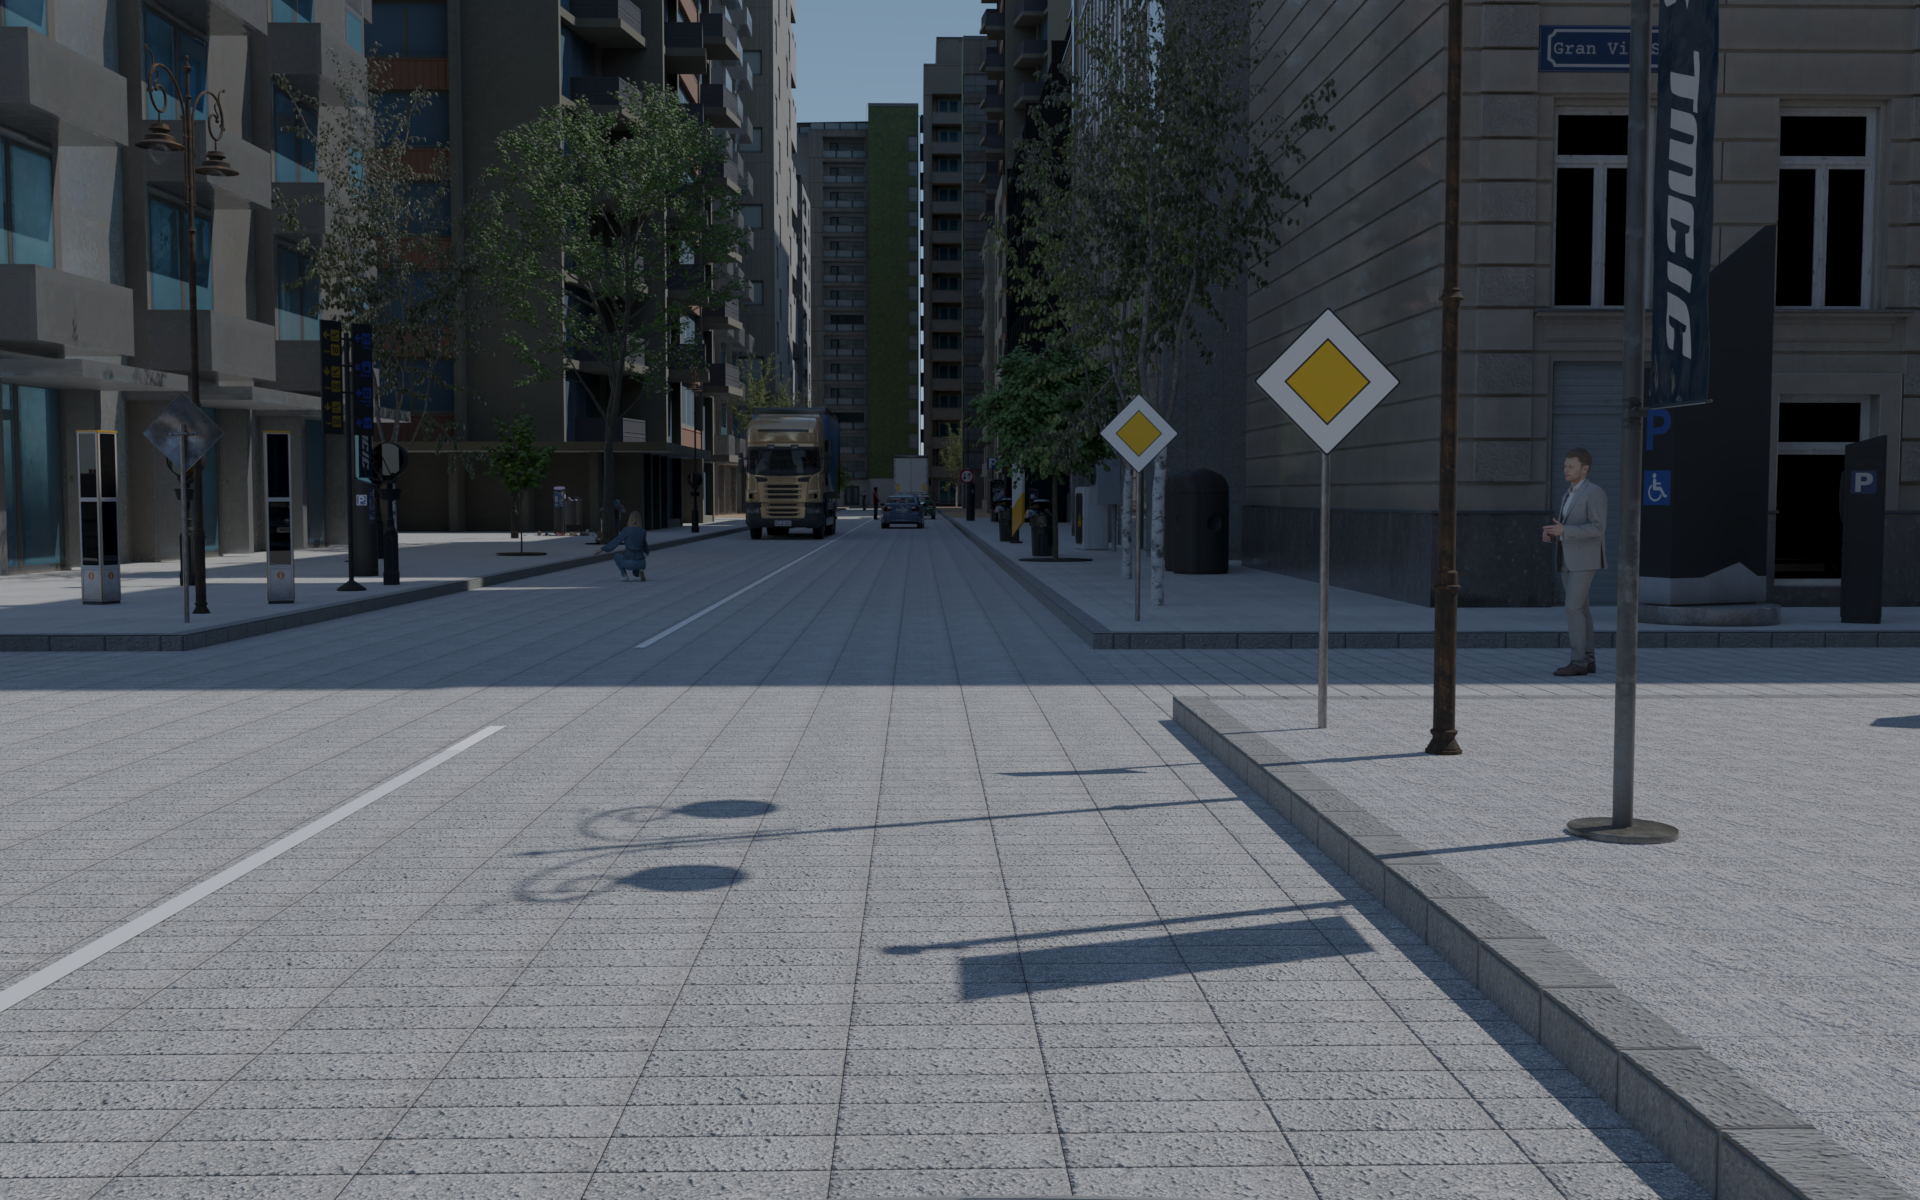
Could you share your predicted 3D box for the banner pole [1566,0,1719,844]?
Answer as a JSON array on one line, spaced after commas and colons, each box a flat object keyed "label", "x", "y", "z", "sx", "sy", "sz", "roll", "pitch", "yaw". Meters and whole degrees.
[{"label": "banner pole", "x": 2.502, "y": -0.989, "z": 6.189, "sx": 0.401, "sy": 3.779, "sz": 0.863, "roll": 0, "pitch": 4, "yaw": -1}]

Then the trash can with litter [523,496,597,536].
[{"label": "trash can with litter", "x": -12.264, "y": -2.578, "z": 53.202, "sx": 2.233, "sy": 1.210, "sz": 1.678, "roll": 0, "pitch": 4, "yaw": 1}]

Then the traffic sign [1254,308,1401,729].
[{"label": "traffic sign", "x": 1.983, "y": -0.354, "z": 9.431, "sx": 0.795, "sy": 2.450, "sz": 0.064, "roll": 0, "pitch": 4, "yaw": -1}]

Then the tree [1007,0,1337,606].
[{"label": "tree", "x": 2.307, "y": -4.257, "z": 19.967, "sx": 4.360, "sy": 8.622, "sz": 3.978, "roll": 0, "pitch": 3, "yaw": 0}]

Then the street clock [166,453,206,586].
[{"label": "street clock", "x": -10.801, "y": -1.202, "z": 24.224, "sx": 0.471, "sy": 2.002, "sz": 0.358, "roll": 0, "pitch": 4, "yaw": 6}]

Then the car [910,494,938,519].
[{"label": "car", "x": -2.306, "y": -5.364, "z": 99.503, "sx": 2.131, "sy": 1.459, "sz": 4.920, "roll": 0, "pitch": 4, "yaw": -1}]

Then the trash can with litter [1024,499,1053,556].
[{"label": "trash can with litter", "x": 1.702, "y": -1.506, "z": 36.010, "sx": 0.624, "sy": 1.170, "sz": 1.055, "roll": 1, "pitch": 4, "yaw": 10}]

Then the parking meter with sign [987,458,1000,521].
[{"label": "parking meter with sign", "x": 1.632, "y": -5.249, "z": 82.083, "sx": 0.543, "sy": 3.016, "sz": 1.738, "roll": 0, "pitch": 4, "yaw": -5}]

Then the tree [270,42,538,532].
[{"label": "tree", "x": -9.393, "y": -4.791, "z": 28.697, "sx": 4.360, "sy": 8.622, "sz": 3.978, "roll": 0, "pitch": 3, "yaw": 0}]

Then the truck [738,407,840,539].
[{"label": "truck", "x": -5.548, "y": -4.247, "z": 58.360, "sx": 2.839, "sy": 4.237, "sz": 11.283, "roll": 0, "pitch": 4, "yaw": -1}]

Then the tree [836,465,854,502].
[{"label": "tree", "x": -12.064, "y": -11.363, "z": 169.502, "sx": 4.285, "sy": 4.588, "sz": 4.351, "roll": 0, "pitch": 3, "yaw": 0}]

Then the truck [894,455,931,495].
[{"label": "truck", "x": -3.598, "y": -8.630, "z": 130.015, "sx": 2.839, "sy": 4.237, "sz": 11.283, "roll": 0, "pitch": 4, "yaw": -1}]

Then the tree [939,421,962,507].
[{"label": "tree", "x": -0.322, "y": -13.390, "z": 169.292, "sx": 4.737, "sy": 8.622, "sz": 4.395, "roll": 0, "pitch": 3, "yaw": 0}]

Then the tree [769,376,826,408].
[{"label": "tree", "x": -10.332, "y": -9.705, "z": 109.033, "sx": 4.360, "sy": 8.622, "sz": 3.978, "roll": 0, "pitch": 3, "yaw": 0}]

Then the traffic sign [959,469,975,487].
[{"label": "traffic sign", "x": 0.349, "y": -5.287, "z": 86.548, "sx": 0.768, "sy": 2.556, "sz": 0.104, "roll": 0, "pitch": 4, "yaw": 5}]

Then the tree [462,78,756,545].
[{"label": "tree", "x": -8.752, "y": -7.204, "z": 43.540, "sx": 9.928, "sy": 11.665, "sz": 9.643, "roll": 0, "pitch": 3, "yaw": 0}]

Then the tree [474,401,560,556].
[{"label": "tree", "x": -9.074, "y": -2.539, "z": 36.108, "sx": 1.663, "sy": 3.219, "sz": 1.824, "roll": 0, "pitch": 3, "yaw": 0}]

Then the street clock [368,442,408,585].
[{"label": "street clock", "x": -8.025, "y": -1.213, "z": 24.395, "sx": 0.471, "sy": 2.002, "sz": 0.358, "roll": 0, "pitch": 4, "yaw": -4}]

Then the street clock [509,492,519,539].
[{"label": "street clock", "x": -12.852, "y": -2.775, "z": 49.933, "sx": 0.358, "sy": 2.002, "sz": 0.471, "roll": -2, "pitch": 4, "yaw": -28}]

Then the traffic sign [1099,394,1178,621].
[{"label": "traffic sign", "x": 1.789, "y": -0.842, "z": 17.414, "sx": 0.795, "sy": 2.450, "sz": 0.064, "roll": 0, "pitch": 4, "yaw": -1}]

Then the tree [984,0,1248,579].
[{"label": "tree", "x": 2.490, "y": -4.641, "z": 26.245, "sx": 4.737, "sy": 8.622, "sz": 4.395, "roll": 0, "pitch": 3, "yaw": 0}]

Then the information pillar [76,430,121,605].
[{"label": "information pillar", "x": -10.004, "y": -0.956, "z": 20.125, "sx": 0.304, "sy": 2.012, "sz": 0.304, "roll": 1, "pitch": 4, "yaw": 16}]

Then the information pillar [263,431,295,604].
[{"label": "information pillar", "x": -7.972, "y": -0.965, "z": 20.278, "sx": 0.304, "sy": 2.012, "sz": 0.304, "roll": -1, "pitch": 4, "yaw": -22}]

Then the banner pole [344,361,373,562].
[{"label": "banner pole", "x": -11.359, "y": -2.619, "z": 32.830, "sx": 0.401, "sy": 3.779, "sz": 0.863, "roll": 1, "pitch": 4, "yaw": 15}]

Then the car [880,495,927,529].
[{"label": "car", "x": -2.410, "y": -3.744, "z": 73.221, "sx": 2.014, "sy": 1.417, "sz": 4.499, "roll": 0, "pitch": 4, "yaw": 0}]

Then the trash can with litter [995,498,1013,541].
[{"label": "trash can with litter", "x": 1.245, "y": -2.175, "z": 46.953, "sx": 0.624, "sy": 1.170, "sz": 1.055, "roll": 0, "pitch": 4, "yaw": 1}]

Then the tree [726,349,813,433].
[{"label": "tree", "x": -9.987, "y": -8.465, "z": 88.759, "sx": 4.737, "sy": 8.622, "sz": 4.395, "roll": 0, "pitch": 3, "yaw": 0}]

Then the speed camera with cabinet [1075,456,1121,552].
[{"label": "speed camera with cabinet", "x": 3.110, "y": -2.748, "z": 39.261, "sx": 0.660, "sy": 3.252, "sz": 2.038, "roll": -1, "pitch": 4, "yaw": -10}]

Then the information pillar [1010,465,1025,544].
[{"label": "information pillar", "x": 1.506, "y": -3.275, "z": 44.905, "sx": 0.183, "sy": 3.616, "sz": 0.504, "roll": -2, "pitch": 4, "yaw": -31}]

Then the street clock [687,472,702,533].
[{"label": "street clock", "x": -8.783, "y": -3.231, "z": 57.402, "sx": 0.471, "sy": 2.002, "sz": 0.358, "roll": 2, "pitch": 4, "yaw": 32}]

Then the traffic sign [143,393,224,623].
[{"label": "traffic sign", "x": -7.703, "y": -0.829, "z": 17.204, "sx": 0.795, "sy": 2.450, "sz": 0.064, "roll": 0, "pitch": 4, "yaw": -1}]

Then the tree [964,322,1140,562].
[{"label": "tree", "x": 1.803, "y": -3.032, "z": 33.294, "sx": 4.285, "sy": 4.588, "sz": 4.351, "roll": 0, "pitch": 3, "yaw": 0}]

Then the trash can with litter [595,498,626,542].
[{"label": "trash can with litter", "x": -9.235, "y": -2.094, "z": 45.626, "sx": 0.624, "sy": 1.170, "sz": 1.055, "roll": 0, "pitch": 4, "yaw": 5}]
